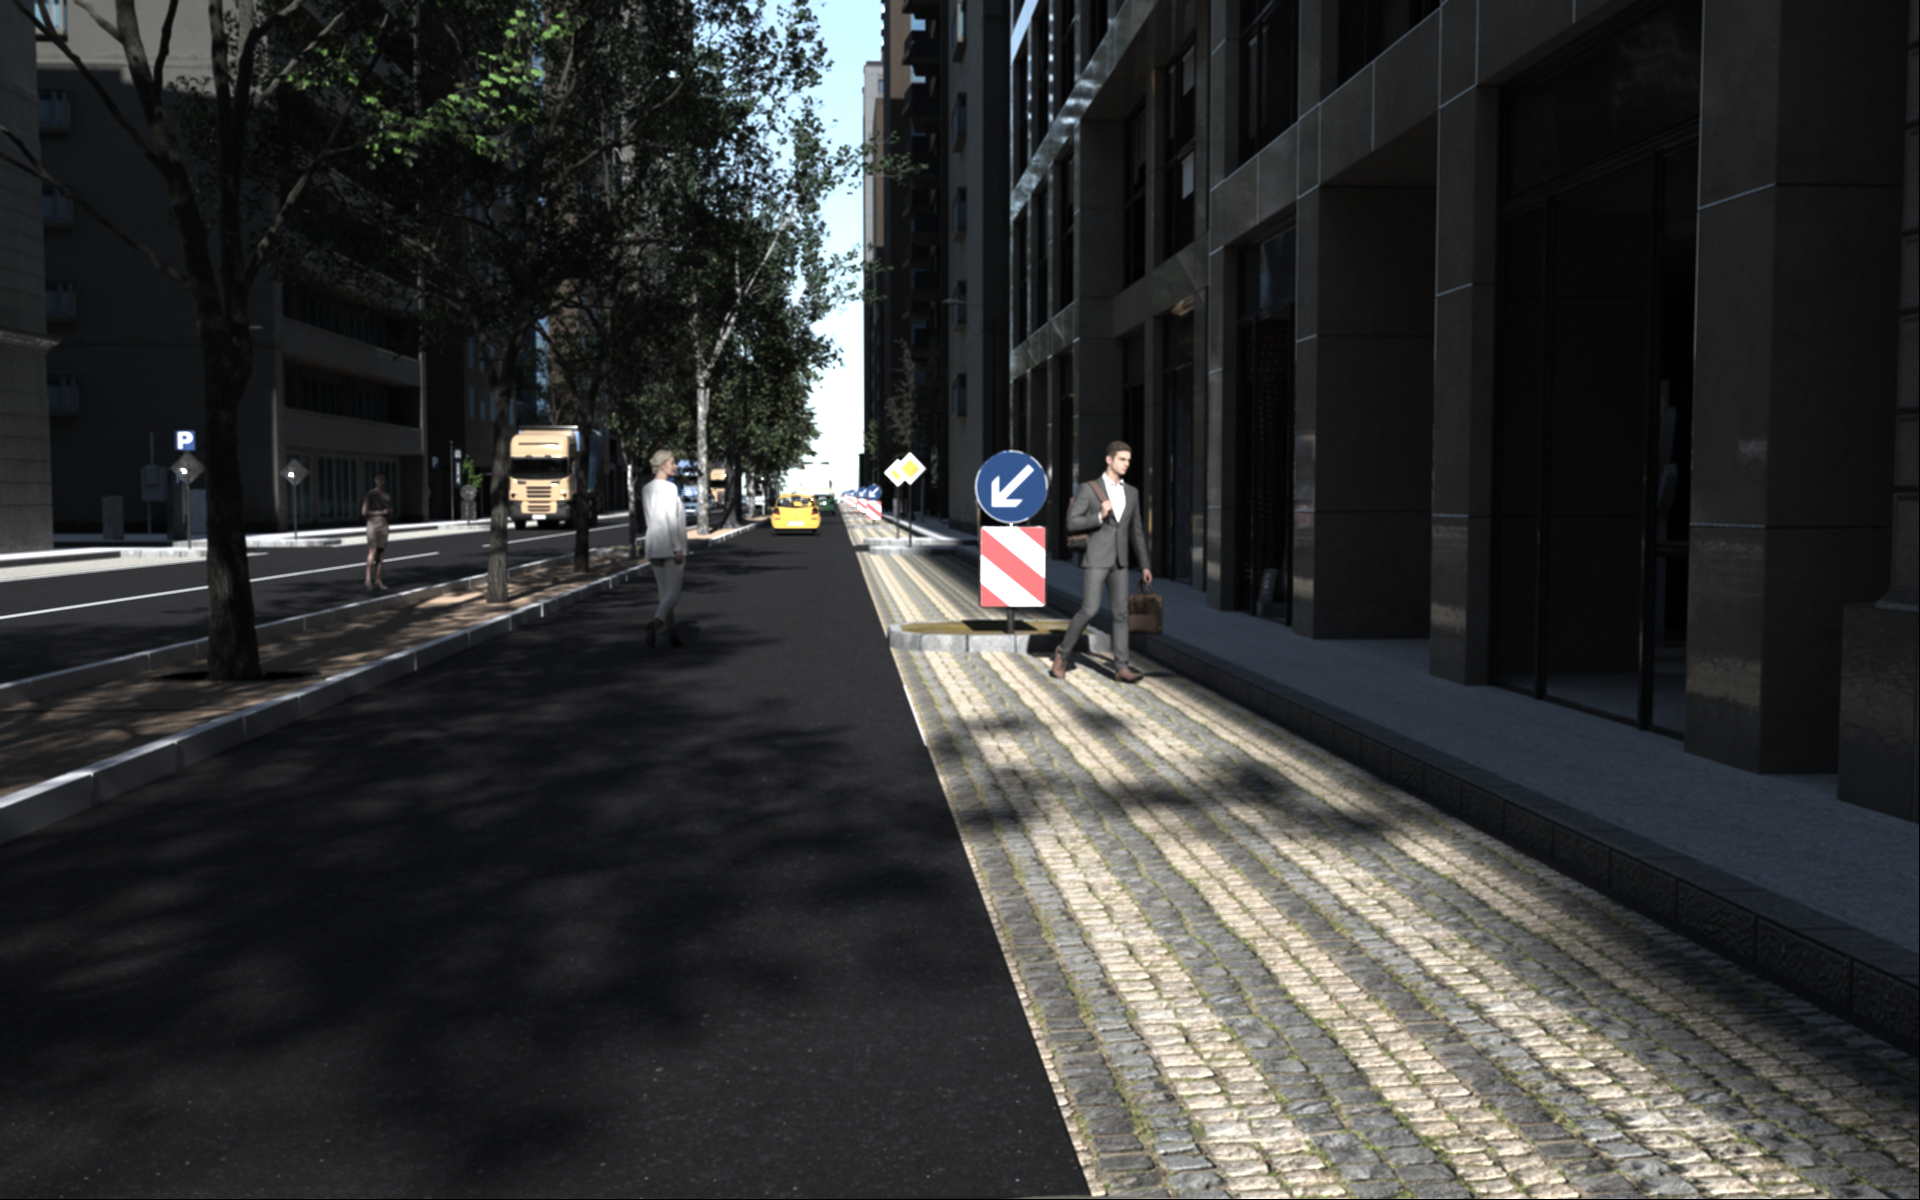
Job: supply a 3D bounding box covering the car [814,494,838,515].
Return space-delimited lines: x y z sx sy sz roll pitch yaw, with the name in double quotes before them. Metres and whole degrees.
"car" -9.338 -6.474 117.650 2.131 1.459 4.920 0 4 -4

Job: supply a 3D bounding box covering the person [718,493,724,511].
"person" -19.065 -8.100 141.020 1.350 1.814 0.705 0 4 7

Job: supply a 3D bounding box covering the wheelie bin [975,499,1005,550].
"wheelie bin" 0.709 -1.886 38.750 0.693 1.594 0.980 0 4 -7

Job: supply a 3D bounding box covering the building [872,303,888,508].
"building" 5.430 -20.008 172.174 27.650 21.520 28.899 0 4 -4

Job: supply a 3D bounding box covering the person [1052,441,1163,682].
"person" 1.115 -0.290 13.199 0.622 1.834 0.822 -3 4 -37

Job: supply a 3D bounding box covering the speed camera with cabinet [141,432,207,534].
"speed camera with cabinet" -25.106 -3.744 55.556 2.038 3.252 0.660 0 4 -5

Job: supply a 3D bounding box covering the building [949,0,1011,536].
"building" 10.365 -26.710 60.417 21.600 48.544 21.300 0 4 -4

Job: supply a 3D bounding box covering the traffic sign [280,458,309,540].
"traffic sign" -18.525 -2.729 48.257 0.795 2.450 0.064 0 4 -4

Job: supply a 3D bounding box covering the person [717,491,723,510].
"person" -21.215 -8.801 153.313 0.541 1.710 0.530 -1 4 -21

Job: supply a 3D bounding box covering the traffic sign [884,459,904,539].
"traffic sign" -1.773 -2.802 49.448 0.795 2.450 0.064 0 4 -4

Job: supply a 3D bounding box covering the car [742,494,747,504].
"car" -28.093 -13.066 225.636 2.014 1.417 4.499 0 4 -5

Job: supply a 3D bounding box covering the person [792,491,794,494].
"person" -19.358 -11.640 199.531 0.721 1.743 1.217 3 5 39

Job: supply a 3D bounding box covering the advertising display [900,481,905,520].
"advertising display" -2.866 -4.958 86.283 0.123 1.923 0.974 0 4 -7

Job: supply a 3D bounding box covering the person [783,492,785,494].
"person" -19.919 -11.427 196.256 0.530 1.710 0.541 1 4 12

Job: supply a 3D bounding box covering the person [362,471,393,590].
"person" -8.749 -1.054 26.074 0.374 1.781 0.599 2 4 28

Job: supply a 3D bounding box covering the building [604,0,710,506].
"building" -45.956 -49.406 246.034 20.563 71.187 20.611 0 4 -4

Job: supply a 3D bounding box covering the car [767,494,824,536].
"car" -5.780 -3.094 60.812 2.015 1.641 3.980 0 4 -6

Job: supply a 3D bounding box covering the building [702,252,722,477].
"building" -43.982 -37.583 264.584 14.600 45.320 14.200 0 4 -4

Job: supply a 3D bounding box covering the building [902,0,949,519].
"building" 8.002 -27.135 98.289 22.147 44.769 28.867 0 4 -4

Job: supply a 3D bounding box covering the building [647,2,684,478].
"building" -44.997 -55.438 219.090 22.319 86.520 31.000 0 4 -4

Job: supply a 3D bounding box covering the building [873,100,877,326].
"building" -2.578 -33.190 192.760 14.600 45.320 14.200 0 4 -4

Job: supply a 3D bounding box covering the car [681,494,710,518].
"car" -15.908 -5.592 103.434 2.014 1.417 4.499 0 4 -3

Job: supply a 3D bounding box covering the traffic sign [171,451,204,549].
"traffic sign" -17.947 -2.242 40.293 0.795 2.450 0.064 0 4 -4

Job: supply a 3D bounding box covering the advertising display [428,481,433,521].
"advertising display" -25.976 -4.804 83.758 0.974 1.923 0.123 1 4 12

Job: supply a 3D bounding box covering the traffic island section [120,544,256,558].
"traffic island section" -17.970 -1.105 40.353 2.009 0.180 2.903 0 4 -4

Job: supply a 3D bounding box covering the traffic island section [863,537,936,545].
"traffic island section" -1.750 -1.666 49.527 2.009 0.180 2.903 0 4 -4

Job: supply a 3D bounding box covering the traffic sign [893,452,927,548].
"traffic sign" -1.195 -2.314 41.483 0.795 2.450 0.064 0 4 -4

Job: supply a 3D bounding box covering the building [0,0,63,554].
"building" -41.544 -15.468 29.318 44.131 29.872 17.030 0 4 -4

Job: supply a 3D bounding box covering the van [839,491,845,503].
"van" -17.558 -15.826 265.769 2.013 2.044 4.112 0 4 -5

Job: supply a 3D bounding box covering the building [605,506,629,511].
"building" -39.133 -43.678 152.386 20.563 71.187 20.611 0 4 -4

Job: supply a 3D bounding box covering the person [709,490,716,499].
"person" -24.823 -10.071 172.797 0.705 1.869 1.348 2 4 26

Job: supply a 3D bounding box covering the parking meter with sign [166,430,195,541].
"parking meter with sign" -21.771 -3.179 48.237 0.543 3.016 1.738 -3 4 -37

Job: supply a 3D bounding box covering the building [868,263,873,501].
"building" -4.539 -27.250 217.235 14.160 30.474 14.107 0 4 -4

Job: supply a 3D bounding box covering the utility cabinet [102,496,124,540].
"utility cabinet" -23.716 -2.282 48.472 0.306 1.237 1.020 -3 5 -41

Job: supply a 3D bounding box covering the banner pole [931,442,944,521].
"banner pole" -1.124 -5.736 83.805 0.863 3.779 0.401 3 5 43

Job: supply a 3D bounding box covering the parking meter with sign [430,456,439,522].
"parking meter with sign" -25.069 -5.142 80.336 1.738 3.016 0.543 1 4 18

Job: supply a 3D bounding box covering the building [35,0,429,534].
"building" -33.606 -26.975 64.742 21.300 48.544 21.600 0 4 -4

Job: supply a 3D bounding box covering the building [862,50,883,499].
"building" -2.770 -42.571 238.027 21.231 58.520 28.212 0 4 -4

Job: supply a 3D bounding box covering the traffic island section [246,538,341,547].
"traffic island section" -18.548 -1.592 48.317 2.009 0.180 2.903 0 4 -4

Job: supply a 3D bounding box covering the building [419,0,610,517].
"building" -31.254 -28.391 114.305 14.600 45.320 14.200 0 4 -4

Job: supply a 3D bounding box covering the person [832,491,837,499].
"person" -19.065 -15.435 260.877 0.705 1.823 1.348 3 5 44

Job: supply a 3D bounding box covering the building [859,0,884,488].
"building" -4.388 -58.391 267.359 22.319 86.520 31.000 0 4 -4

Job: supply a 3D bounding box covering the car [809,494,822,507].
"car" -9.181 -5.625 102.189 2.015 1.641 3.980 0 4 -4

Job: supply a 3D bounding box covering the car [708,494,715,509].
"car" -24.052 -9.246 163.169 2.014 1.417 4.499 0 4 -5

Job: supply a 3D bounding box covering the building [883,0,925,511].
"building" 0.542 -30.529 149.259 14.600 45.320 14.200 0 4 -4

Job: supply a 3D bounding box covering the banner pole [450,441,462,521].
"banner pole" -23.881 -5.628 82.031 0.401 3.779 0.863 2 4 31

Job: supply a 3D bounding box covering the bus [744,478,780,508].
"bus" -20.234 -11.206 178.079 2.948 3.499 13.247 0 4 -2

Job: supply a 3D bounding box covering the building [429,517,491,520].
"building" -32.131 -27.028 92.025 14.600 45.320 14.200 0 4 -4

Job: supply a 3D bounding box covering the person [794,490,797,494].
"person" -17.408 -10.770 184.456 0.599 1.838 0.709 0 4 -1

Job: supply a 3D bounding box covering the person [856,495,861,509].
"person" -8.950 -8.845 153.667 0.990 1.755 0.434 -2 4 -28

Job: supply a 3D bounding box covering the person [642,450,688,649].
"person" -2.759 -0.466 15.996 0.514 1.842 0.818 1 4 23

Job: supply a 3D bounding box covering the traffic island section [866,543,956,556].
"traffic island section" -1.172 -1.179 41.562 2.009 0.180 2.903 0 4 -4

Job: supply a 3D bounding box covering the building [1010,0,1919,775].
"building" 11.999 -13.469 24.726 19.350 26.468 34.151 0 4 -4

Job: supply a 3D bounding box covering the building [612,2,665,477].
"building" -44.812 -35.943 176.905 28.713 52.752 27.495 0 4 -4
